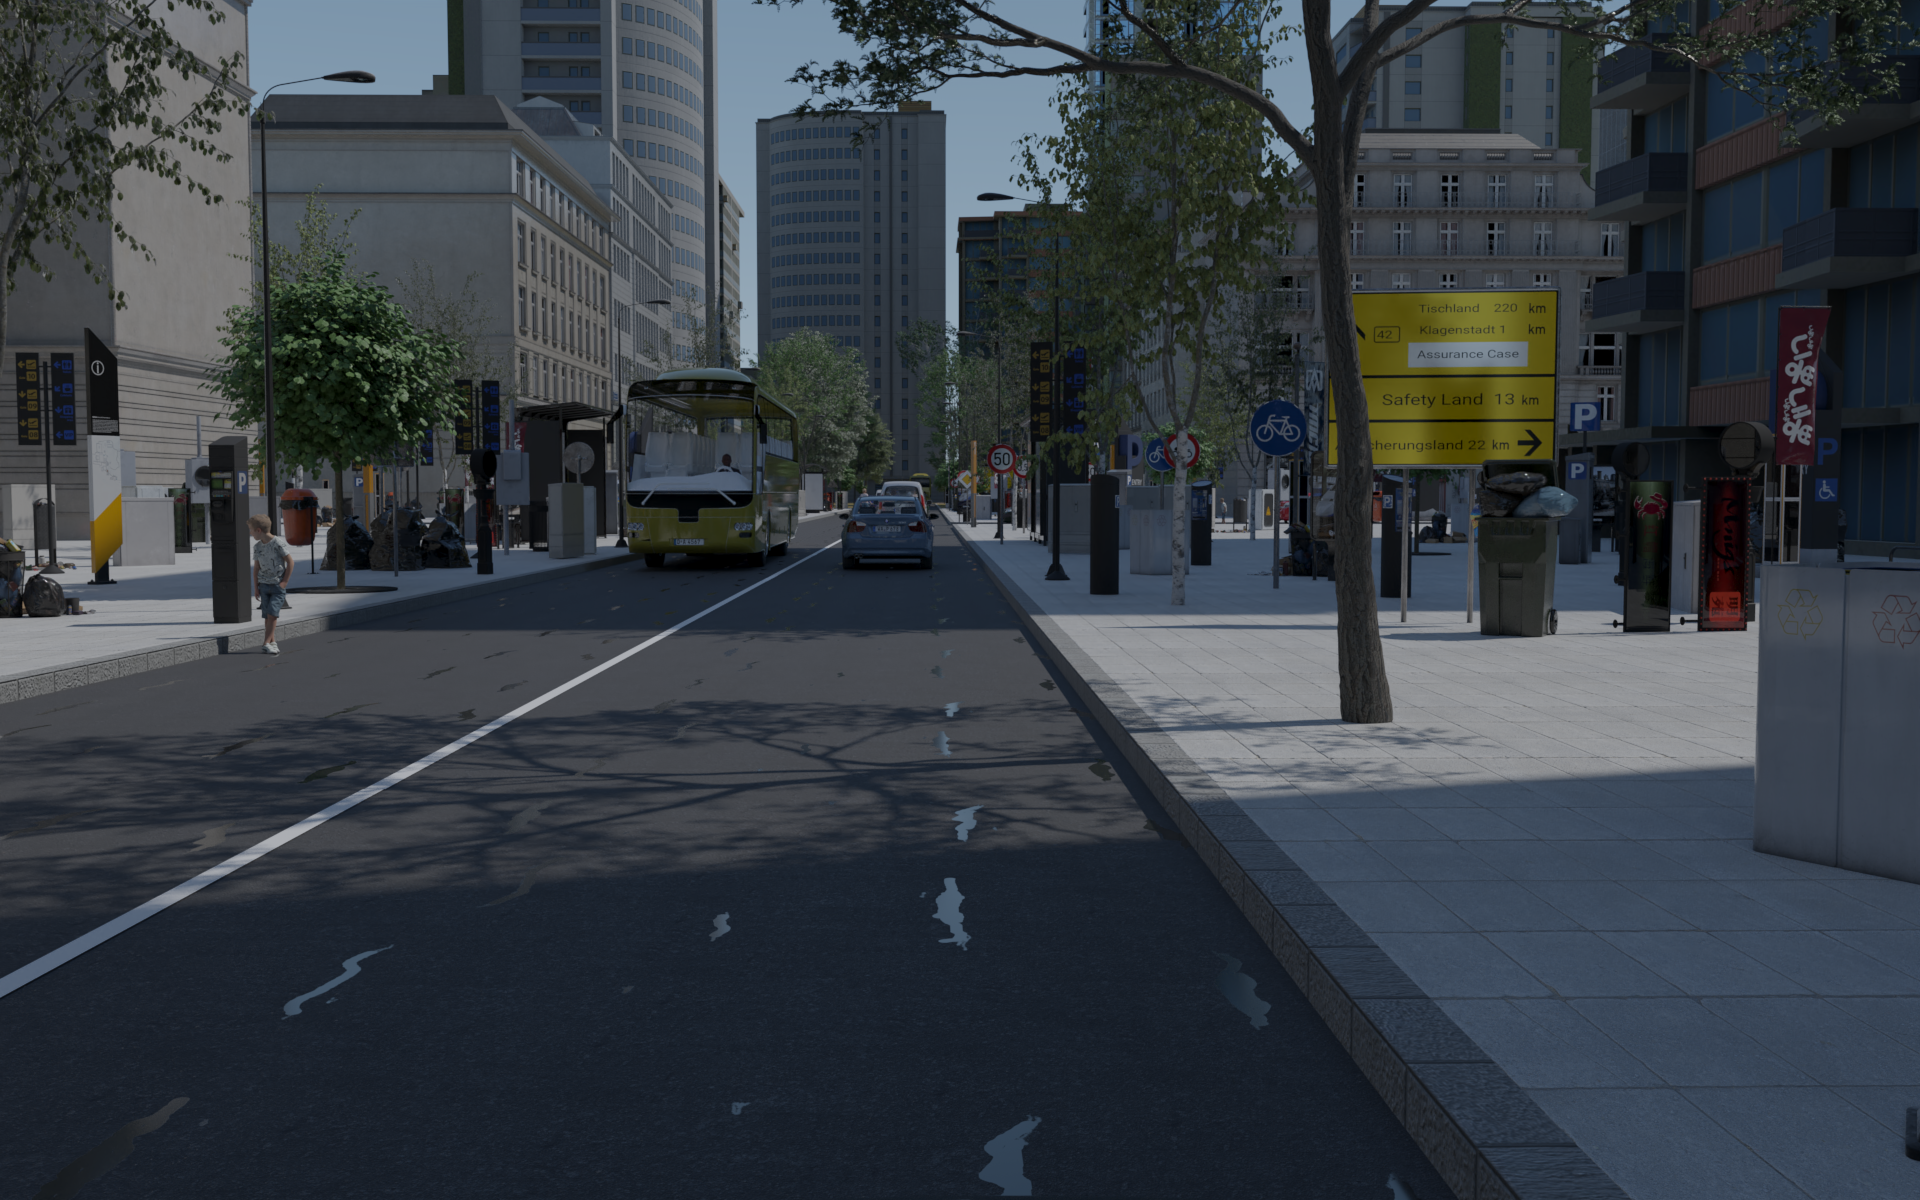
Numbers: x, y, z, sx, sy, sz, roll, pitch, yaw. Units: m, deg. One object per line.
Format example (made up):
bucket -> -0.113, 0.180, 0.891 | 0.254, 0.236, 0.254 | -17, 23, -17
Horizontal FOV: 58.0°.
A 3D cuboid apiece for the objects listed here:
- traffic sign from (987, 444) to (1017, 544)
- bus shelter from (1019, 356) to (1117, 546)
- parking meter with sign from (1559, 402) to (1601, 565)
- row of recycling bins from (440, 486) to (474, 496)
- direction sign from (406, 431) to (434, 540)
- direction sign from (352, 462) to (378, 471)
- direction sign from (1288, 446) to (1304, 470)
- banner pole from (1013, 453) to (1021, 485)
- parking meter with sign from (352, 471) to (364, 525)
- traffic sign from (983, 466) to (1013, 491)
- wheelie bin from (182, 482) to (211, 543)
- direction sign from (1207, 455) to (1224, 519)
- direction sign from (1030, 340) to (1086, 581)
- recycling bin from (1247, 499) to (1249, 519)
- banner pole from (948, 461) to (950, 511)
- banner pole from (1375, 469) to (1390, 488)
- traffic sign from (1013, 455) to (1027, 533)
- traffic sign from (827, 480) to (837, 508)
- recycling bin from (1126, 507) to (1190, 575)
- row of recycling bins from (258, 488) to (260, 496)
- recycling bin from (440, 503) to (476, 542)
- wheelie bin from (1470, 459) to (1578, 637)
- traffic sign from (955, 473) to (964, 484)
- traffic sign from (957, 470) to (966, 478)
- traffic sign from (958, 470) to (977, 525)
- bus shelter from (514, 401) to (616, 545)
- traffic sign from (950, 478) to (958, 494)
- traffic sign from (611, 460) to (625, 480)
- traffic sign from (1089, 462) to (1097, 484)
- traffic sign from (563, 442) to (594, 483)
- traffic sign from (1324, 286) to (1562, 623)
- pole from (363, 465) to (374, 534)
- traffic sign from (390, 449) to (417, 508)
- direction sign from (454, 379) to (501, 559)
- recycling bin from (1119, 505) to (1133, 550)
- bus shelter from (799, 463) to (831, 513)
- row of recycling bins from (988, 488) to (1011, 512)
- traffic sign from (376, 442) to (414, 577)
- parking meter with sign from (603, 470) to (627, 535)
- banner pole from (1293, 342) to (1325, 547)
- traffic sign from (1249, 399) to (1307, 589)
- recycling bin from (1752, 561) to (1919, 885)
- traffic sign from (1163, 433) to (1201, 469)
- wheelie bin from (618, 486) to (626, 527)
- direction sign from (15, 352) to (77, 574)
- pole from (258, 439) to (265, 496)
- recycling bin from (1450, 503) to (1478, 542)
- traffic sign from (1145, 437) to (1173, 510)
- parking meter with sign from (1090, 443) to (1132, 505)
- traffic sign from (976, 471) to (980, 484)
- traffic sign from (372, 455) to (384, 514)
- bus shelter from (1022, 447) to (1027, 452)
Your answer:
traffic sign -> 1.064, -2.687, 44.030 | 0.768, 2.556, 0.104 | 0, 4, -1
bus shelter -> 2.765, -4.230, 46.786 | 2.179, 5.291, 8.768 | 0, 4, -1
parking meter with sign -> 11.487, -2.197, 32.184 | 0.543, 3.016, 1.738 | 2, 4, 27
row of recycling bins -> -26.036, -5.042, 89.542 | 1.069, 1.692, 3.534 | 0, 4, 3
direction sign -> -15.025, -3.422, 47.948 | 0.876, 3.537, 0.379 | -1, 4, -12
direction sign -> -20.405, -4.122, 59.388 | 0.876, 3.537, 0.379 | 0, 4, 0
direction sign -> 16.042, -5.526, 82.345 | 0.876, 3.537, 0.379 | 1, 4, 11
banner pole -> 3.095, -6.309, 93.168 | 0.401, 3.779, 0.863 | 3, 5, 41
parking meter with sign -> -21.521, -4.018, 61.950 | 0.543, 3.016, 1.738 | -1, 4, -21
traffic sign -> 2.836, -8.144, 127.023 | 2.265, 3.308, 0.079 | 0, 4, 5
wheelie bin -> -20.236, -2.326, 45.940 | 0.693, 1.594, 0.980 | 3, 5, 41
direction sign -> 13.407, -6.054, 90.987 | 0.876, 3.537, 0.379 | 2, 4, 27
direction sign -> 1.455, -2.064, 25.750 | 0.876, 3.537, 0.379 | 2, 4, 24
recycling bin -> 14.943, -4.601, 87.779 | 0.722, 1.027, 0.722 | -1, 4, -21
banner pole -> -0.823, -8.552, 129.849 | 0.401, 3.779, 0.863 | 0, 4, 7
banner pole -> 34.381, -9.255, 141.334 | 0.401, 3.779, 0.863 | -3, 5, -42
traffic sign -> 2.082, -3.439, 56.335 | 0.768, 2.556, 0.104 | 0, 3, 0
traffic sign -> -10.251, -8.508, 139.106 | 0.884, 2.594, 0.081 | 0, 4, 4
recycling bin -> 3.194, -0.927, 27.716 | 0.722, 1.027, 0.722 | -2, 4, -25
row of recycling bins -> -36.063, -4.867, 86.692 | 3.534, 1.692, 1.069 | 3, 5, 39
recycling bin -> -13.518, -2.089, 46.703 | 0.722, 1.027, 0.722 | 2, 4, 30
wheelie bin -> 5.096, -0.479, 15.745 | 0.980, 1.594, 0.693 | 2, 4, 29
traffic sign -> 0.150, -4.682, 80.187 | 0.795, 2.450, 0.064 | 0, 4, -1
traffic sign -> 0.238, -5.673, 92.855 | 0.768, 2.556, 0.104 | 0, 3, 0
traffic sign -> 0.302, -4.193, 72.204 | 0.795, 2.450, 0.064 | 0, 4, -1
bus shelter -> -10.669, -3.409, 47.025 | 1.731, 3.624, 6.357 | 0, 4, -1
traffic sign -> -0.413, -8.503, 139.124 | 0.768, 2.556, 0.104 | 0, 4, 3
traffic sign -> -12.568, -3.929, 64.349 | 0.768, 2.556, 0.104 | 0, 4, -1
traffic sign -> 5.153, -4.202, 68.808 | 0.768, 2.556, 0.104 | 0, 4, 7
traffic sign -> -9.333, -2.587, 42.399 | 0.768, 2.556, 0.104 | 0, 4, 0
traffic sign -> 4.759, -1.426, 17.184 | 2.265, 3.308, 0.079 | 0, 4, 6
pole -> -12.987, -2.701, 37.997 | 0.158, 3.312, 0.155 | 0, 3, 0
traffic sign -> -12.729, -2.403, 39.397 | 0.768, 2.556, 0.104 | 1, 4, 8
direction sign -> -9.574, -2.595, 34.426 | 0.876, 3.537, 0.379 | -2, 4, -27
recycling bin -> 3.531, -1.694, 40.244 | 0.722, 1.027, 0.722 | 3, 5, 41
bus shelter -> -9.883, -7.547, 117.311 | 2.014, 3.302, 5.546 | 0, 4, -1
row of recycling bins -> 2.974, -7.043, 122.260 | 1.069, 1.692, 3.534 | -2, 4, -26
traffic sign -> -8.760, -1.512, 26.856 | 0.606, 2.300, 0.079 | 0, 4, 2
parking meter with sign -> -11.193, -3.589, 54.937 | 1.738, 3.016, 0.543 | -1, 4, -9
banner pole -> 5.752, -2.369, 28.754 | 0.863, 3.779, 0.401 | -2, 4, -32
traffic sign -> 4.294, -1.428, 23.450 | 0.768, 2.556, 0.104 | 0, 4, 4
recycling bin -> 3.323, 0.396, 6.078 | 0.722, 1.027, 0.722 | -2, 4, -29
traffic sign -> 4.563, -2.178, 35.710 | 0.768, 2.556, 0.104 | 0, 4, 1
wheelie bin -> -13.253, -3.587, 66.562 | 0.980, 1.594, 0.693 | 3, 4, 38
direction sign -> -14.639, -2.190, 27.808 | 0.876, 3.537, 0.379 | 0, 4, -7
pole -> -25.955, -4.315, 64.396 | 0.158, 3.312, 0.155 | 0, 3, 0
recycling bin -> 13.657, -2.090, 46.723 | 0.722, 1.027, 0.722 | 2, 4, 25
traffic sign -> 4.528, -2.366, 38.792 | 0.768, 2.556, 0.104 | 0, 4, 6
parking meter with sign -> 4.969, -3.535, 54.054 | 1.738, 3.016, 0.543 | 2, 4, 27
traffic sign -> 0.767, -5.470, 89.433 | 0.884, 2.594, 0.081 | 0, 4, 2
traffic sign -> -11.294, -2.061, 33.801 | 0.768, 2.556, 0.104 | 0, 4, 4
bus shelter -> 4.138, -5.957, 88.676 | 1.731, 3.624, 6.357 | 0, 4, -1
